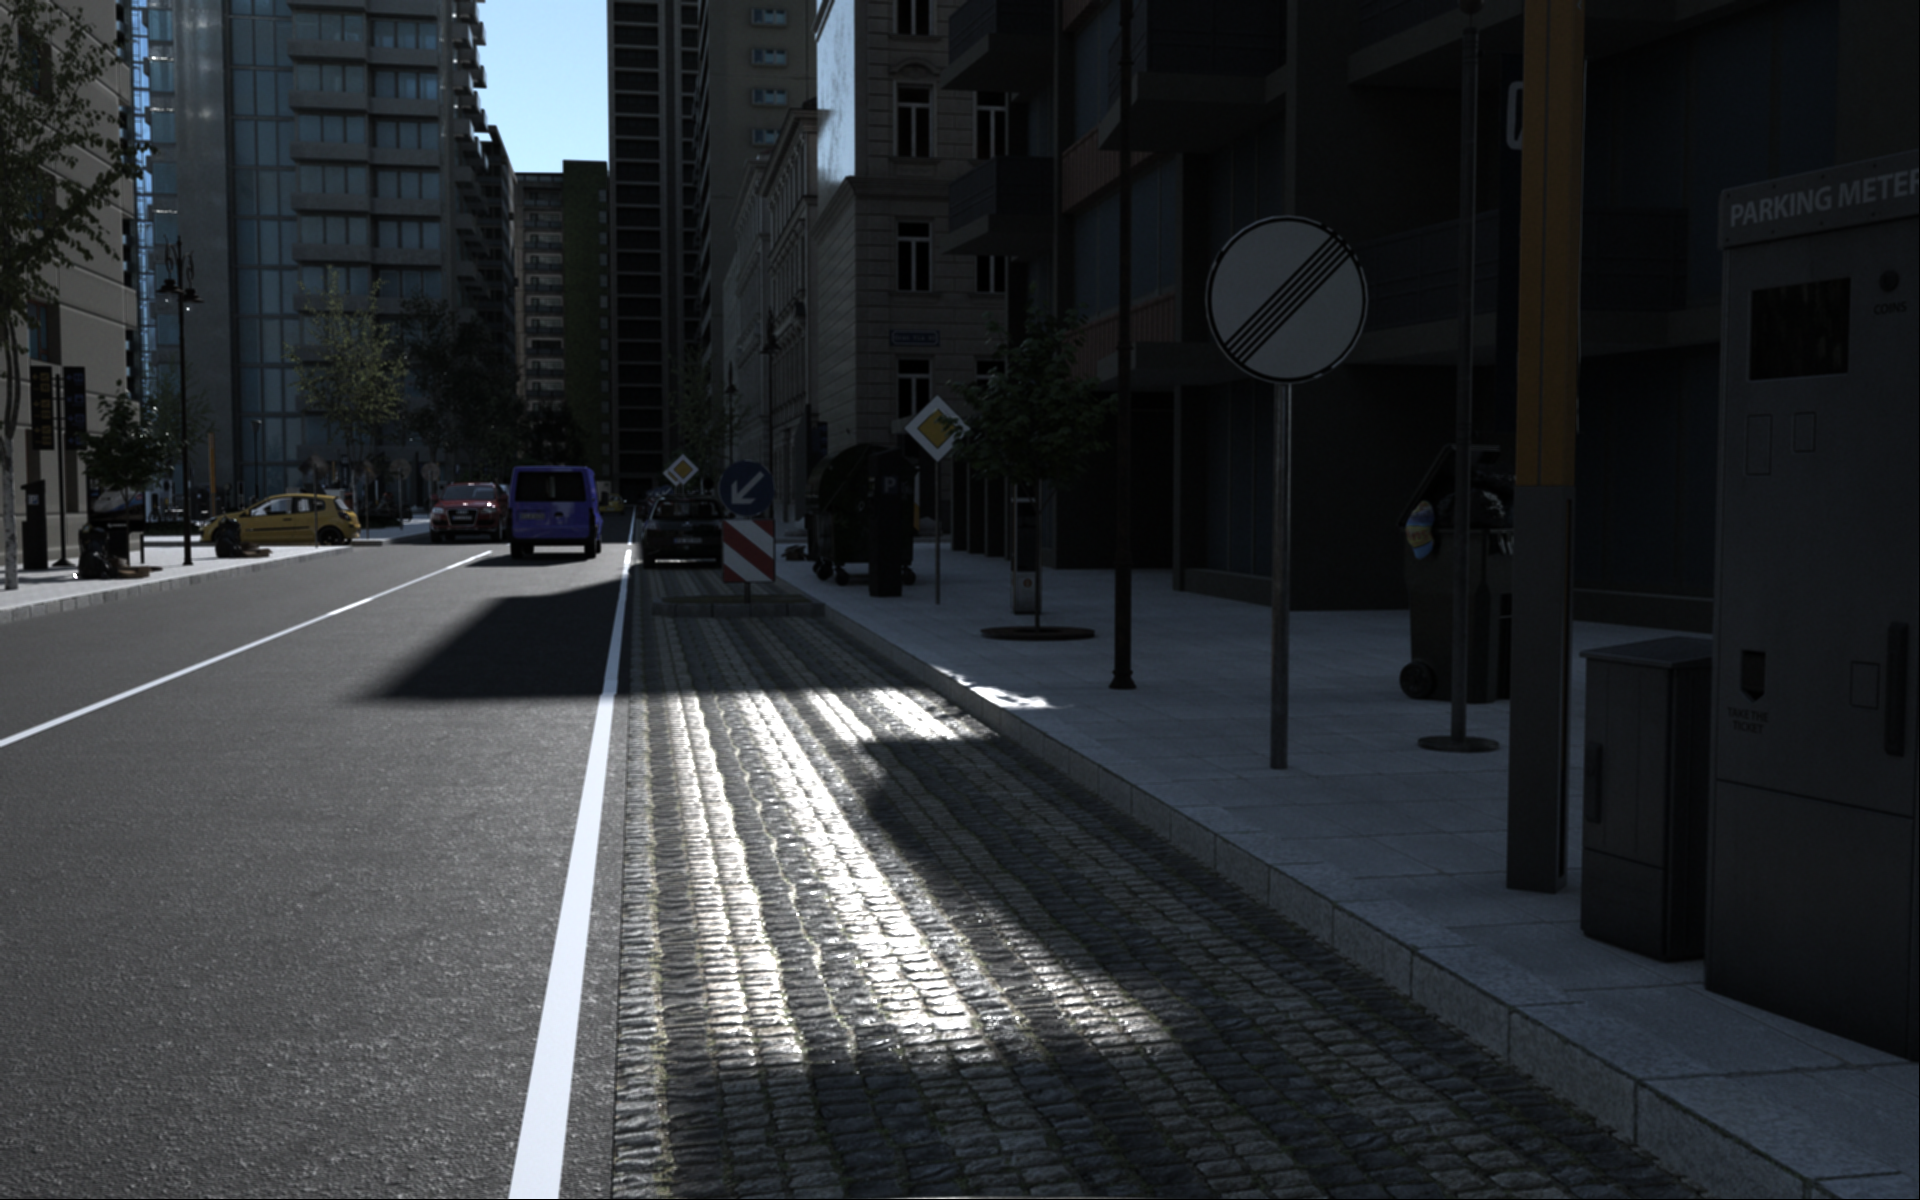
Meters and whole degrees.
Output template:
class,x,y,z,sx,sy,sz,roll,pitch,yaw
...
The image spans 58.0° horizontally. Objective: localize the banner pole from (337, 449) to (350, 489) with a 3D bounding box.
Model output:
class,x,y,z,sx,sy,sz,roll,pitch,yaw
banner pole,-34.462,-6.525,96.700,0.401,3.779,0.863,3,5,40

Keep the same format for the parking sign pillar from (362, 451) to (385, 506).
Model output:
class,x,y,z,sx,sy,sz,roll,pitch,yaw
parking sign pillar,-36.336,-7.270,107.334,1.447,3.967,1.447,-2,4,-35

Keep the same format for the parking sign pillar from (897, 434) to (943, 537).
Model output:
class,x,y,z,sx,sy,sz,roll,pitch,yaw
parking sign pillar,-1.239,-3.912,52.429,1.447,3.967,1.447,0,4,4

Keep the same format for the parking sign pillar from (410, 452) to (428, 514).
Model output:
class,x,y,z,sx,sy,sz,roll,pitch,yaw
parking sign pillar,-34.697,-7.469,110.589,1.447,3.967,1.447,-2,4,-35

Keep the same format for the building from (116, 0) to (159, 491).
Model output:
class,x,y,z,sx,sy,sz,roll,pitch,yaw
building,-85.352,-52.670,173.821,31.000,86.520,22.319,-1,4,-11

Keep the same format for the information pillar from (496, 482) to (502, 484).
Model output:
class,x,y,z,sx,sy,sz,roll,pitch,yaw
information pillar,-27.068,-5.953,101.820,0.304,2.012,0.304,-2,4,-26

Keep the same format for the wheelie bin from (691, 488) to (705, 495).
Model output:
class,x,y,z,sx,sy,sz,roll,pitch,yaw
wheelie bin,-12.921,-4.765,85.821,0.980,1.594,0.693,2,4,27

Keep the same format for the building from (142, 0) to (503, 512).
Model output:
class,x,y,z,sx,sy,sz,roll,pitch,yaw
building,-48.661,-31.481,134.326,23.786,49.044,30.456,-1,4,-11

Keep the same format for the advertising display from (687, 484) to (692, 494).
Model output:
class,x,y,z,sx,sy,sz,roll,pitch,yaw
advertising display,-15.698,-5.949,102.478,0.974,1.923,0.123,1,4,17

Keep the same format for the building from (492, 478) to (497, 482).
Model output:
class,x,y,z,sx,sy,sz,roll,pitch,yaw
building,-64.078,-26.909,211.659,14.107,30.474,14.160,-1,4,-11

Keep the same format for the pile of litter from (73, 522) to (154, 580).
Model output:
class,x,y,z,sx,sy,sz,roll,pitch,yaw
pile of litter,-13.092,-0.780,26.720,1.176,0.858,1.719,-1,4,-17

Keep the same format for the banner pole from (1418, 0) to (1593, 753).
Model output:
class,x,y,z,sx,sy,sz,roll,pitch,yaw
banner pole,2.755,-1.144,8.716,0.863,3.779,0.401,-1,4,-11

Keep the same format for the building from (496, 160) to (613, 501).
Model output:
class,x,y,z,sx,sy,sz,roll,pitch,yaw
building,-50.261,-32.448,214.126,14.086,41.232,14.154,-1,4,-11

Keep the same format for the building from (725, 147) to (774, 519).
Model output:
class,x,y,z,sx,sy,sz,roll,pitch,yaw
building,-6.974,-16.070,98.898,11.583,22.565,21.152,-1,4,-11

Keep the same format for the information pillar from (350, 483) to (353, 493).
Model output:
class,x,y,z,sx,sy,sz,roll,pitch,yaw
information pillar,-40.655,-6.821,116.014,0.304,2.012,0.304,0,4,7

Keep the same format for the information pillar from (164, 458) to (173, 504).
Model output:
class,x,y,z,sx,sy,sz,roll,pitch,yaw
information pillar,-50.750,-7.325,111.121,0.504,3.616,0.183,-2,4,-23

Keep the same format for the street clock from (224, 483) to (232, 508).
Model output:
class,x,y,z,sx,sy,sz,roll,pitch,yaw
street clock,-49.389,-6.869,116.872,0.471,2.002,0.358,1,4,14

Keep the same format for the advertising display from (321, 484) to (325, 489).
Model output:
class,x,y,z,sx,sy,sz,roll,pitch,yaw
advertising display,-41.411,-6.516,111.751,0.974,1.923,0.123,-3,4,-36

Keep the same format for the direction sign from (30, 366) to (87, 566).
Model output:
class,x,y,z,sx,sy,sz,roll,pitch,yaw
direction sign,-15.977,-2.371,30.770,0.876,3.537,0.379,-1,4,-17

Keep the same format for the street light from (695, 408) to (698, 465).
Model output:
class,x,y,z,sx,sy,sz,roll,pitch,yaw
street light,-14.022,-7.317,92.425,0.468,5.910,1.993,-1,4,-11

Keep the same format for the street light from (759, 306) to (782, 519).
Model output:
class,x,y,z,sx,sy,sz,roll,pitch,yaw
street light,-4.671,-4.281,42.775,0.468,5.910,1.993,-1,4,-11

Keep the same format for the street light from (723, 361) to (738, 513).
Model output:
class,x,y,z,sx,sy,sz,roll,pitch,yaw
street light,-7.952,-5.343,60.142,0.468,5.910,1.993,-1,4,-11

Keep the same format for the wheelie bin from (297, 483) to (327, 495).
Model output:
class,x,y,z,sx,sy,sz,roll,pitch,yaw
wheelie bin,-18.097,-2.473,48.336,0.693,1.594,0.980,2,4,24

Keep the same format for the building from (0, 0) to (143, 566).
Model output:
class,x,y,z,sx,sy,sz,roll,pitch,yaw
building,-30.363,-10.871,22.778,28.899,21.520,27.650,-1,4,-11

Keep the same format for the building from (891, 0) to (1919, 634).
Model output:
class,x,y,z,sx,sy,sz,roll,pitch,yaw
building,11.545,-22.806,27.510,22.147,44.769,28.867,-1,4,-11

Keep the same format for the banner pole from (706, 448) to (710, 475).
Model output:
class,x,y,z,sx,sy,sz,roll,pitch,yaw
banner pole,-13.763,-6.400,94.664,0.401,3.779,0.863,-1,4,-22

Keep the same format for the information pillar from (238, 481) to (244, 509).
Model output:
class,x,y,z,sx,sy,sz,roll,pitch,yaw
information pillar,-41.662,-5.864,100.365,0.304,2.012,0.304,-2,4,-26

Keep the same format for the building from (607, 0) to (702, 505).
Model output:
class,x,y,z,sx,sy,sz,roll,pitch,yaw
building,-33.699,-47.754,219.021,20.611,71.187,20.563,-1,4,-11

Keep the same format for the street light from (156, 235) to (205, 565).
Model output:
class,x,y,z,sx,sy,sz,roll,pitch,yaw
street light,-13.953,-3.568,31.125,0.468,5.910,1.993,-1,4,-11

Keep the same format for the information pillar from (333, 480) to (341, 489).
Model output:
class,x,y,z,sx,sy,sz,roll,pitch,yaw
information pillar,-32.239,-5.209,89.655,0.304,2.012,0.304,1,4,23

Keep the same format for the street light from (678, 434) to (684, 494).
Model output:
class,x,y,z,sx,sy,sz,roll,pitch,yaw
street light,-19.936,-9.244,123.932,0.468,5.910,1.993,-1,4,-11

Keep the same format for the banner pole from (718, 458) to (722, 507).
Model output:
class,x,y,z,sx,sy,sz,roll,pitch,yaw
banner pole,-16.183,-7.771,117.065,0.401,3.779,0.863,1,4,11

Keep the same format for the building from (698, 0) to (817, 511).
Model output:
class,x,y,z,sx,sy,sz,roll,pitch,yaw
building,-10.495,-31.832,144.151,21.300,48.544,21.600,-1,4,-11

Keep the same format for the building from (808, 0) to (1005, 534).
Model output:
class,x,y,z,sx,sy,sz,roll,pitch,yaw
building,7.546,-16.177,61.750,25.104,27.353,12.463,-1,4,-11

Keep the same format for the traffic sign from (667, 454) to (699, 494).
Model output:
class,x,y,z,sx,sy,sz,roll,pitch,yaw
traffic sign,-6.830,-2.394,42.779,0.795,2.450,0.064,-1,4,-11

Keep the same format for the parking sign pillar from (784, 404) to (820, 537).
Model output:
class,x,y,z,sx,sy,sz,roll,pitch,yaw
parking sign pillar,-4.638,-3.921,52.586,1.447,3.967,1.447,-1,4,-21

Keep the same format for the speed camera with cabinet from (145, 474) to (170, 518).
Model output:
class,x,y,z,sx,sy,sz,roll,pitch,yaw
speed camera with cabinet,-43.705,-6.099,94.046,0.660,3.252,2.038,0,4,4

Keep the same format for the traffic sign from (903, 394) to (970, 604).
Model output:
class,x,y,z,sx,sy,sz,roll,pitch,yaw
traffic sign,-0.263,-1.156,20.085,0.795,2.450,0.064,0,4,-5

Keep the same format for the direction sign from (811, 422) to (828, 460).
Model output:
class,x,y,z,sx,sy,sz,roll,pitch,yaw
direction sign,-4.548,-3.801,54.151,0.876,3.537,0.379,-2,4,-27

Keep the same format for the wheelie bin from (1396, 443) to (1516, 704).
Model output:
class,x,y,z,sx,sy,sz,roll,pitch,yaw
wheelie bin,3.217,-0.182,10.879,0.980,1.594,0.693,-3,5,-43

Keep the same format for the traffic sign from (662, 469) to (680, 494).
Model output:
class,x,y,z,sx,sy,sz,roll,pitch,yaw
traffic sign,-8.296,-2.874,50.629,0.795,2.450,0.064,-1,4,-11

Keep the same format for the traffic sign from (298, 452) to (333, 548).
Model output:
class,x,y,z,sx,sy,sz,roll,pitch,yaw
traffic sign,-15.332,-2.298,41.219,0.795,2.450,0.064,-1,4,-11

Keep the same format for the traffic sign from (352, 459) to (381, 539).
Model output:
class,x,y,z,sx,sy,sz,roll,pitch,yaw
traffic sign,-16.797,-2.778,49.069,0.795,2.450,0.064,-1,4,-11

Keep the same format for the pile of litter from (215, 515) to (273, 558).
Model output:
class,x,y,z,sx,sy,sz,roll,pitch,yaw
pile of litter,-14.655,-1.311,35.393,1.176,0.858,1.719,0,4,-4

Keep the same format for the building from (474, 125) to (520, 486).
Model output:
class,x,y,z,sx,sy,sz,roll,pitch,yaw
building,-57.515,-29.608,175.976,23.993,40.220,32.217,-1,4,-11

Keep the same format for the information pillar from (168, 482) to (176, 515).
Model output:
class,x,y,z,sx,sy,sz,roll,pitch,yaw
information pillar,-48.877,-6.293,107.379,0.304,2.012,0.304,0,4,7

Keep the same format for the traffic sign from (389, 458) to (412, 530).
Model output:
class,x,y,z,sx,sy,sz,roll,pitch,yaw
traffic sign,-20.016,-3.784,61.982,0.768,2.556,0.104,-1,4,-10

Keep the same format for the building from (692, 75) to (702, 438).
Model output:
class,x,y,z,sx,sy,sz,roll,pitch,yaw
building,-16.764,-34.502,183.720,23.786,49.044,30.456,-1,4,-11

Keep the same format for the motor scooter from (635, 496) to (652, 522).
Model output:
class,x,y,z,sx,sy,sz,roll,pitch,yaw
motor scooter,-16.214,-4.646,88.737,0.815,1.314,1.986,-1,4,-9

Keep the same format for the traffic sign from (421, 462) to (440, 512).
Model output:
class,x,y,z,sx,sy,sz,roll,pitch,yaw
traffic sign,-21.278,-4.254,69.651,0.768,2.556,0.104,0,4,-1

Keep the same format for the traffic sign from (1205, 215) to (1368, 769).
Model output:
class,x,y,z,sx,sy,sz,roll,pitch,yaw
traffic sign,1.492,-0.485,8.028,0.768,2.556,0.104,0,4,-7

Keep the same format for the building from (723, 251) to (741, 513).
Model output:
class,x,y,z,sx,sy,sz,roll,pitch,yaw
building,-10.418,-16.088,117.782,10.420,20.320,16.860,-1,4,-11

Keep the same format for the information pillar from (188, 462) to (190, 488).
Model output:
class,x,y,z,sx,sy,sz,roll,pitch,yaw
information pillar,-48.545,-7.184,108.812,0.504,3.616,0.183,2,4,31

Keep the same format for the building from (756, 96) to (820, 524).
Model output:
class,x,y,z,sx,sy,sz,roll,pitch,yaw
building,-3.201,-13.061,78.178,10.561,19.102,19.286,-1,4,-11

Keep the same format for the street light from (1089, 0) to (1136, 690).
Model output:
class,x,y,z,sx,sy,sz,roll,pitch,yaw
street light,1.075,-2.354,11.273,0.468,5.910,1.993,-1,4,-11

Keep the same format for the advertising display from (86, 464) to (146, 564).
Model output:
class,x,y,z,sx,sy,sz,roll,pitch,yaw
advertising display,-15.415,-1.617,31.655,0.974,1.923,0.123,-3,5,-41

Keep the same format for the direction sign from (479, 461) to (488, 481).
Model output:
class,x,y,z,sx,sy,sz,roll,pitch,yaw
direction sign,-32.740,-7.769,119.022,0.876,3.537,0.379,3,4,38

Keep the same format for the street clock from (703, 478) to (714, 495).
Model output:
class,x,y,z,sx,sy,sz,roll,pitch,yaw
street clock,-11.073,-4.383,76.225,0.471,2.002,0.358,-1,4,-11
